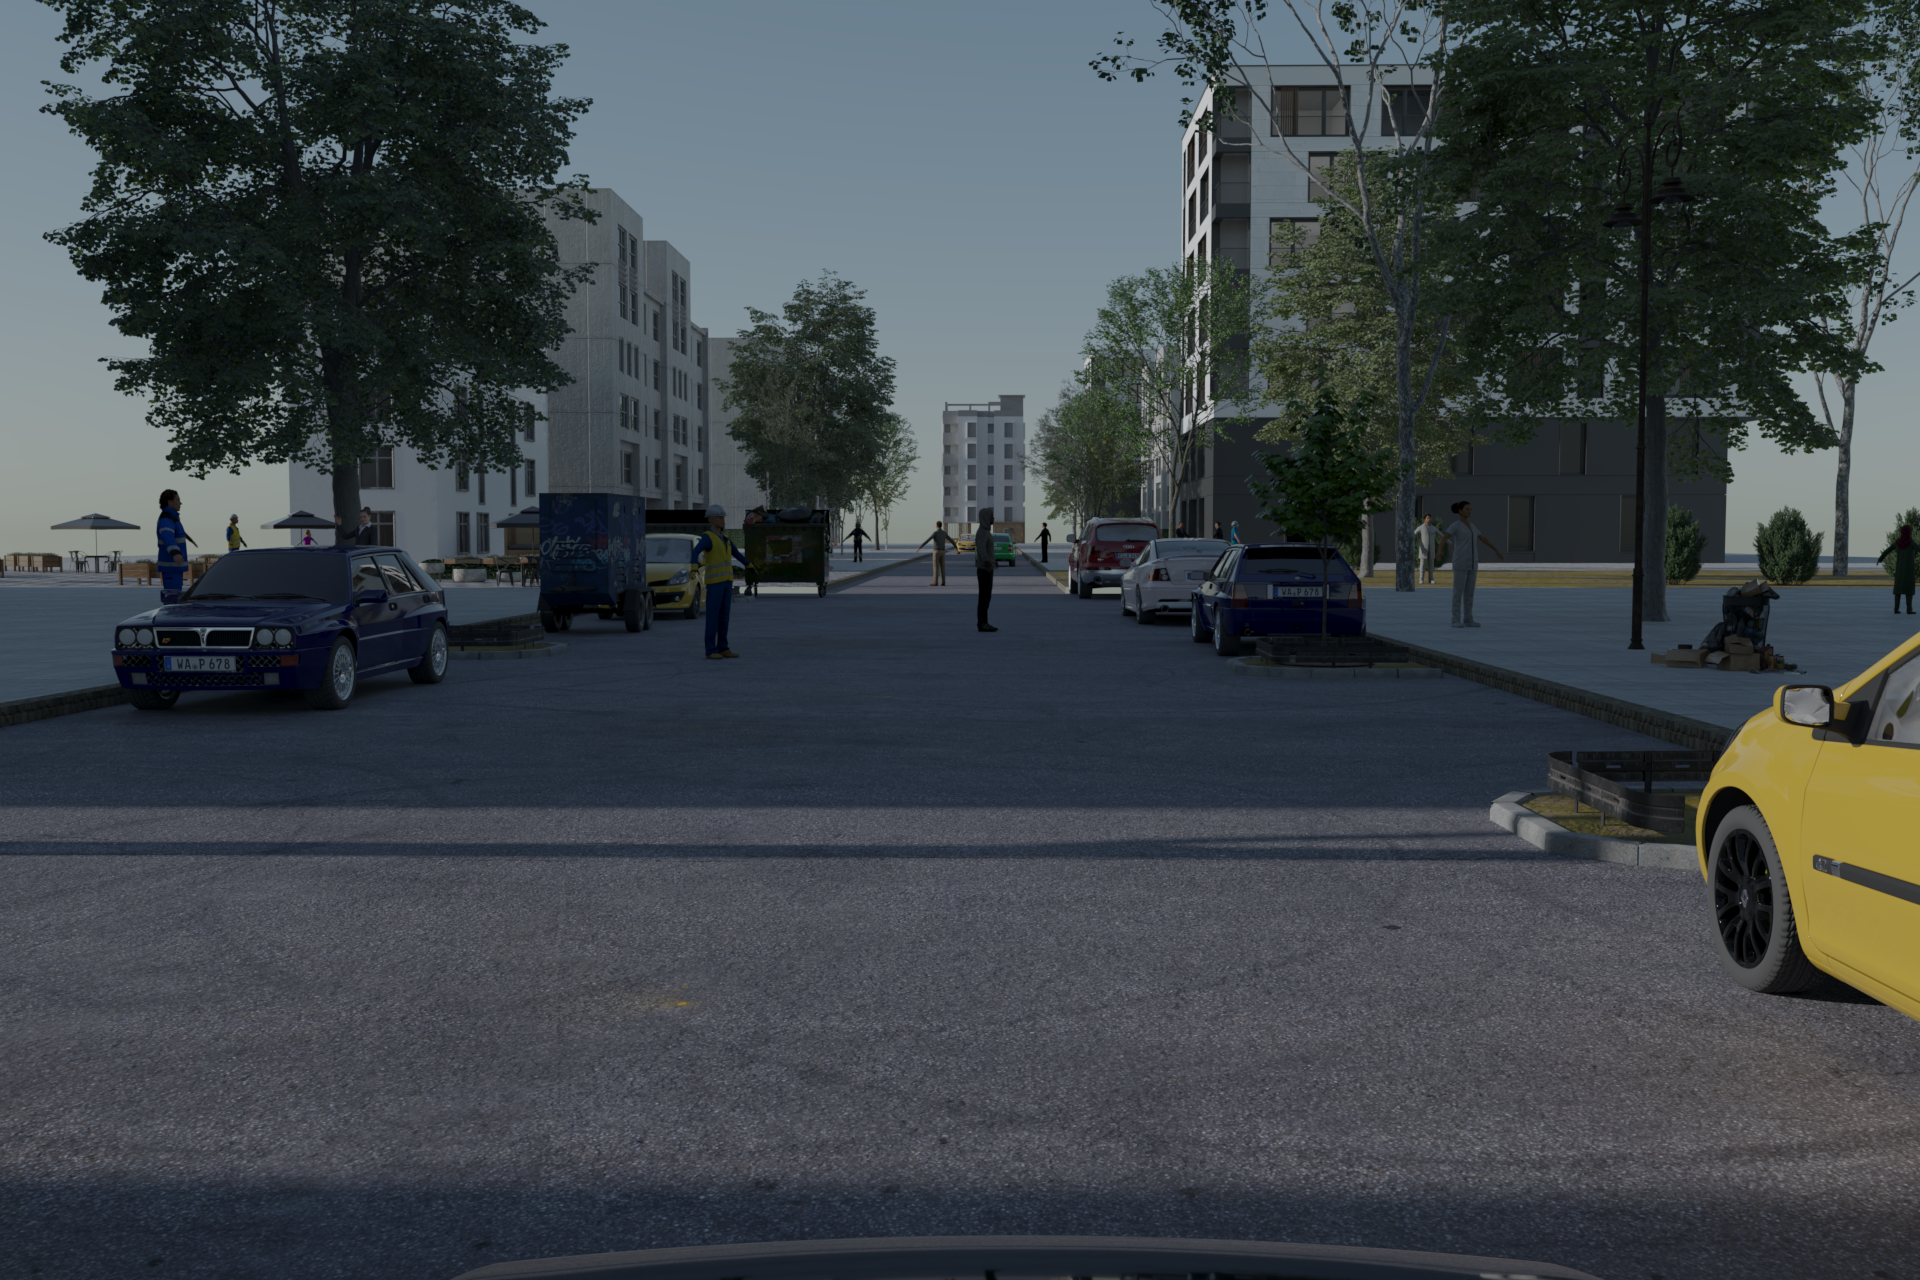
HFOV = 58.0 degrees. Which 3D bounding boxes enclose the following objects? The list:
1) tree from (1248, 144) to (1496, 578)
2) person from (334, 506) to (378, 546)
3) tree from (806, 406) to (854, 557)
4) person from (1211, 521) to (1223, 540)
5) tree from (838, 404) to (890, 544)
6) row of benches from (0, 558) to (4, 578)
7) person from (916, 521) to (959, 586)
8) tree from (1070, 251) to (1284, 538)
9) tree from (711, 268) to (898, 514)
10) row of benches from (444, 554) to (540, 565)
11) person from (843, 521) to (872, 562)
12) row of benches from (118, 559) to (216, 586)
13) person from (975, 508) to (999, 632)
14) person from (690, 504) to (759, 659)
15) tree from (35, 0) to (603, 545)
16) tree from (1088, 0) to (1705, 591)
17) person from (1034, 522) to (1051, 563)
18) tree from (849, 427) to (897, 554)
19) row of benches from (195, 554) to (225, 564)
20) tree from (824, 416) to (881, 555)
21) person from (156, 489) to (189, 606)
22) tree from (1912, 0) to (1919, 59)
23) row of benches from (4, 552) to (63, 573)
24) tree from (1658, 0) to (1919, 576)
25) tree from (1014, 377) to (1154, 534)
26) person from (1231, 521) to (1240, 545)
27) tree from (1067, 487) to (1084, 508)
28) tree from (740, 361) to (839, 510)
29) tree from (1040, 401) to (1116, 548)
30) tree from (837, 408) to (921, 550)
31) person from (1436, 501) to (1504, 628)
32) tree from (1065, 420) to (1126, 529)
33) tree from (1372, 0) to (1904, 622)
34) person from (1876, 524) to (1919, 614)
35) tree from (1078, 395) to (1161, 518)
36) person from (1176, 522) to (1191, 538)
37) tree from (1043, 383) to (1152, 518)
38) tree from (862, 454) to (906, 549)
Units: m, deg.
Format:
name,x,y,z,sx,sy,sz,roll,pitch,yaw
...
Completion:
name,x,y,z,sx,sy,sz,roll,pitch,yaw
tree,12.225,-8.140,51.215,7.486,12.596,7.792,0,3,0
person,-9.750,-1.290,27.934,0.742,1.727,0.445,0,4,-4
tree,-6.951,-8.929,96.355,4.360,8.622,3.978,0,3,0
person,11.069,-4.194,74.507,0.705,1.837,1.347,2,4,30
tree,-15.591,-23.260,236.194,12.611,20.169,13.585,0,3,0
row of benches,-29.268,-2.235,51.999,1.422,0.672,4.104,-2,4,-34
person,-0.588,-2.389,47.792,1.348,1.796,0.705,-2,4,-30
tree,7.961,-8.411,63.278,9.928,11.665,9.643,0,3,0
tree,-7.396,-10.898,84.837,9.857,13.997,8.962,0,3,0
row of benches,-14.067,-2.311,53.244,1.422,0.672,4.104,2,4,35
person,-4.617,-4.429,78.189,1.354,1.856,0.705,1,4,14
row of benches,-19.130,-1.681,42.954,4.104,0.672,1.422,2,4,24
person,0.403,-1.033,25.476,0.705,1.813,1.348,0,4,6
person,-2.727,-0.675,19.954,0.721,1.772,1.216,2,4,29
tree,-11.092,-7.592,30.786,9.857,13.997,8.962,0,3,0
tree,9.089,-11.076,36.976,12.611,20.169,13.585,0,3,0
person,3.754,-4.358,77.434,0.705,1.806,1.347,2,4,35
tree,-6.808,-9.966,113.312,4.360,8.622,3.978,0,3,0
row of benches,-22.437,-2.281,52.753,1.422,0.672,4.104,-3,4,-38
tree,-7.048,-9.464,105.094,4.737,8.622,4.395,0,3,0
person,-9.570,-0.925,21.107,0.704,1.831,1.345,-1,4,-22
tree,9.475,-6.273,9.216,9.857,13.997,8.962,0,3,0
row of benches,-31.548,-2.661,58.966,4.104,0.672,1.422,3,5,45
tree,27.743,-12.130,54.214,12.611,20.169,13.585,0,3,0
tree,9.229,-13.518,131.381,12.009,13.543,11.850,0,3,0
person,11.320,-3.974,71.104,0.704,1.817,1.347,0,4,2
tree,17.383,-18.803,233.185,9.928,11.665,9.643,0,3,0
tree,-7.482,-7.513,73.198,4.360,8.622,3.978,0,3,0
tree,10.118,-14.042,147.713,7.486,12.596,7.792,0,3,0
tree,-6.633,-12.851,135.864,9.928,11.665,9.643,0,3,0
person,6.988,-1.041,23.793,1.217,1.739,0.721,-2,4,-29
tree,8.156,-9.691,108.813,4.360,8.622,3.978,0,3,0
tree,9.817,-6.546,25.148,7.486,12.596,7.792,0,3,0
person,15.233,-1.141,27.861,0.599,1.438,0.989,-3,4,-36
tree,8.024,-8.525,89.740,4.737,8.622,4.395,0,3,0
person,9.527,-4.185,74.655,1.346,1.802,0.704,-3,4,-36
tree,9.429,-11.779,118.337,9.928,11.665,9.643,0,3,0
tree,-6.379,-11.901,144.938,4.737,8.622,4.395,0,3,0
